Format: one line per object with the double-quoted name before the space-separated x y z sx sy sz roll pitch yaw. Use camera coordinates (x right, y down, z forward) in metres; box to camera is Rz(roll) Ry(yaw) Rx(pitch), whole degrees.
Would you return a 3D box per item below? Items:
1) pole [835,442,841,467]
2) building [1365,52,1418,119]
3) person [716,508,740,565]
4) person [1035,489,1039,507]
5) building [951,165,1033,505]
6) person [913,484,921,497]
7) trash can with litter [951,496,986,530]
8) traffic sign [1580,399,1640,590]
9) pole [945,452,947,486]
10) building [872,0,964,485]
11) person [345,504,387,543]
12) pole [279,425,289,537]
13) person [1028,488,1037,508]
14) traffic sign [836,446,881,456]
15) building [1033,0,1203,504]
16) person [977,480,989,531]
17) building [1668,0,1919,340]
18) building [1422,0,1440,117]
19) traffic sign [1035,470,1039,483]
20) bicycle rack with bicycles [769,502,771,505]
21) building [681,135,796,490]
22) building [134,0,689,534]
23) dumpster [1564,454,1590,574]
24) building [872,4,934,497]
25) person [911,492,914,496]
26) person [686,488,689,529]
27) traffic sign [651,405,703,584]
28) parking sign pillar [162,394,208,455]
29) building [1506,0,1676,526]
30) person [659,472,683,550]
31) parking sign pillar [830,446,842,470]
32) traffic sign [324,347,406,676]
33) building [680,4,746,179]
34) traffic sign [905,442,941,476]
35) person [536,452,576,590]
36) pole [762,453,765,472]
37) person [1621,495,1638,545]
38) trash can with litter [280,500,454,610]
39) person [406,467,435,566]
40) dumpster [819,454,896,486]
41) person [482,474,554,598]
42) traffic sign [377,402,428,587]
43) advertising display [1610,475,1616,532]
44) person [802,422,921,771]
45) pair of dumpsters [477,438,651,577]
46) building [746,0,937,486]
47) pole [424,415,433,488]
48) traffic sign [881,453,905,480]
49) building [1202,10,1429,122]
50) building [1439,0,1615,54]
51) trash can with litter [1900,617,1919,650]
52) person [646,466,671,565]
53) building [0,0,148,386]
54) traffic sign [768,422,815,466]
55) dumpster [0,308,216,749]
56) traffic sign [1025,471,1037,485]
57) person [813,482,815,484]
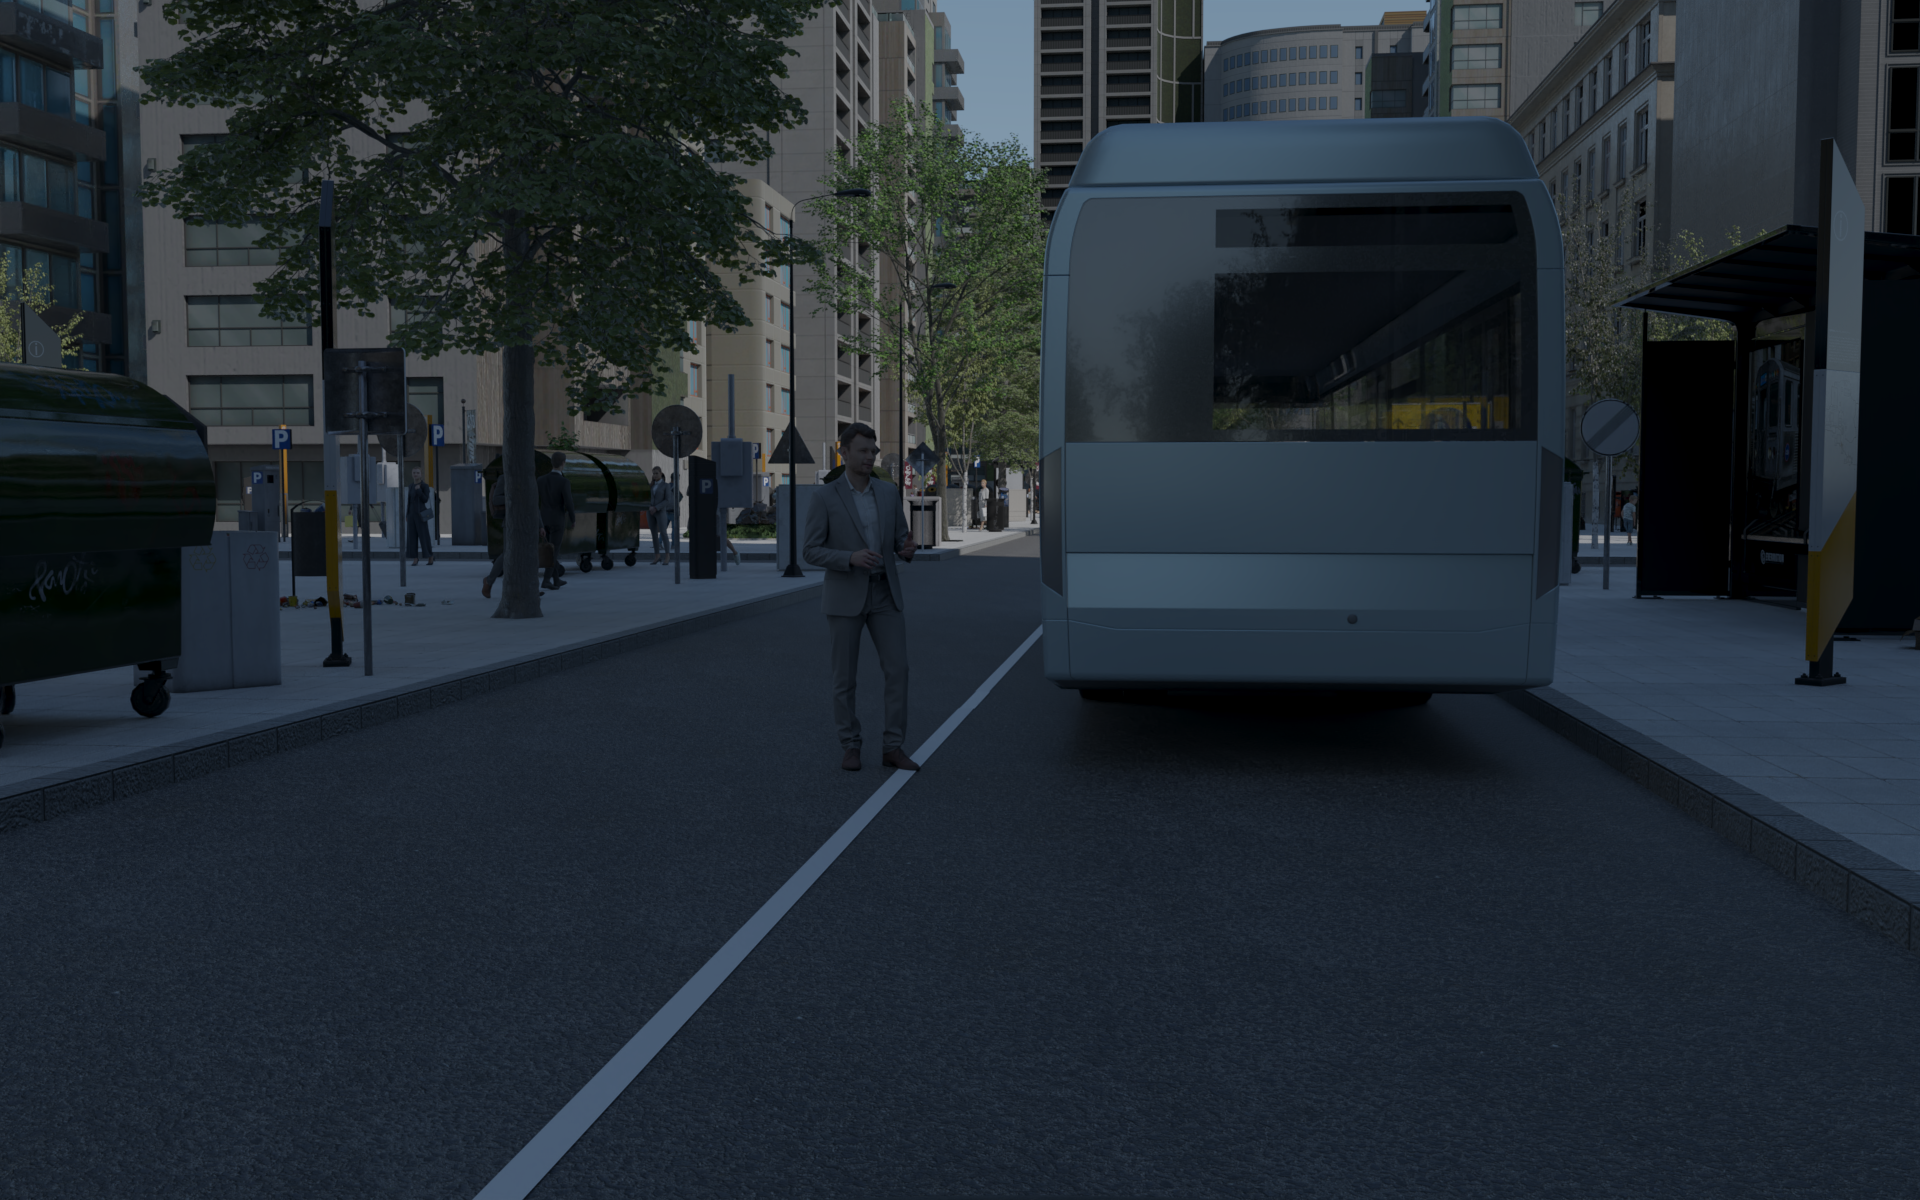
"pole" -4.740 -4.495 67.328 0.158 3.312 0.155 0 3 0
"building" 44.997 -29.367 163.736 14.154 41.232 14.086 0 4 7
"person" -4.196 -1.439 30.316 0.466 1.731 0.760 3 4 37
"person" 7.105 -9.209 157.139 0.721 1.766 1.217 -1 4 -18
"building" 2.475 -32.736 218.823 14.086 41.232 14.154 0 4 7
"person" -2.452 -5.634 98.119 0.822 1.834 0.622 1 4 16
"trash can with litter" 0.530 -3.182 63.078 1.678 1.210 2.233 -1 4 -15
"traffic sign" 8.692 -1.414 23.230 0.768 2.556 0.104 1 4 12
"pole" -0.691 -5.526 84.189 0.158 3.312 0.155 0 3 0
"building" -15.269 -33.393 165.586 30.456 49.044 23.786 0 4 7
"person" -15.600 -2.422 45.853 1.509 1.804 0.699 -3 5 -44
"pole" -19.980 -3.506 51.162 0.158 3.312 0.155 0 3 0
"person" 5.300 -7.707 132.838 1.217 1.735 0.721 0 4 5
"traffic sign" -1.807 -1.737 30.586 0.795 2.593 0.064 0 4 7
"building" 20.181 -47.745 218.885 20.611 71.187 20.563 0 4 7
"person" 0.867 -3.261 59.713 0.624 1.780 0.694 -1 4 -18
"building" 39.513 -14.335 53.450 30.058 24.678 14.314 0 4 7
"building" 46.074 -50.574 139.558 22.319 86.520 31.000 0 4 7
"traffic sign" 4.163 -5.342 87.443 0.768 2.556 0.104 0 4 8
"bicycle rack with bicycles" -7.720 -3.834 76.075 2.925 0.926 2.852 -2 4 -30
"building" -25.344 -15.069 91.416 27.650 21.520 28.899 0 4 7
"building" -18.347 -17.672 60.631 14.160 30.474 14.107 0 4 7
"dumpster" 9.464 -1.601 28.677 1.502 2.255 1.985 0 4 7
"building" -10.018 -28.083 142.746 14.154 41.232 14.086 0 4 7
"person" -3.419 -7.151 126.189 0.421 1.427 0.697 -2 4 -24
"person" -8.429 -3.014 55.126 0.655 1.846 0.447 3 5 39
"traffic sign" -4.039 -1.503 24.682 0.768 2.556 0.104 1 4 11
"parking sign pillar" -20.937 -3.559 46.662 1.447 3.967 1.447 1 4 15
"building" 35.127 -15.011 78.709 16.112 22.955 30.059 0 4 7
"person" -6.597 -2.031 39.594 0.623 1.781 0.721 1 4 22
"parking sign pillar" -6.974 -6.699 98.002 1.447 3.967 1.447 1 4 13
"traffic sign" -4.176 -0.614 12.170 0.606 2.300 0.079 1 4 10
"building" -15.019 -41.997 124.895 20.563 71.187 20.611 0 4 7
"traffic sign" -0.844 -2.222 38.513 0.795 2.593 0.064 0 4 7
"person" -5.455 -1.072 23.345 0.659 1.850 0.755 1 4 22
"pole" -9.847 -5.696 86.971 0.158 3.312 0.155 0 3 0
"person" 16.747 -1.994 43.332 0.352 1.250 0.332 0 4 3
"trash can with litter" -6.975 -0.533 19.766 2.233 1.210 1.678 0 4 -7
"person" -9.715 -1.505 31.068 0.576 1.772 0.534 0 4 4
"dumpster" -2.308 -2.250 39.280 1.502 2.255 1.985 0 4 7
"person" -5.450 -0.936 21.305 0.822 1.834 0.622 2 4 26
"traffic sign" -7.720 -1.458 23.940 0.768 2.556 0.104 1 4 11
"advertising display" 22.024 -3.260 58.522 0.123 1.923 0.974 1 4 13
"person" -0.472 -0.016 8.959 0.606 1.804 0.583 -2 4 -32
"pair of dumpsters" -6.471 -1.596 28.595 1.574 2.255 4.437 0 4 7
"building" -14.441 -47.967 222.507 20.611 71.187 20.563 0 4 7
"pole" -13.686 -3.107 44.643 0.158 3.312 0.155 0 3 0
"traffic sign" -2.094 -3.286 53.839 0.768 2.556 0.104 0 4 8
"building" 44.447 -41.260 216.605 28.212 58.520 21.231 0 4 7
"building" 39.557 -26.583 118.221 14.154 41.232 14.086 0 4 7
"trash can with litter" 8.258 -0.164 14.077 1.055 1.170 0.624 2 4 29
"person" -5.495 -1.532 31.371 0.520 1.790 0.573 0 4 4
"building" -47.867 -27.379 67.253 30.456 49.044 23.786 0 4 7
"traffic sign" -2.974 -1.865 30.497 0.884 2.594 0.081 1 4 15
"dumpster" -5.145 -0.407 9.146 1.502 2.255 1.985 0 4 7
"traffic sign" 4.028 -5.954 97.449 0.768 2.556 0.104 1 4 14
"person" -5.886 -3.904 70.235 0.716 1.782 0.532 -3 4 -39
